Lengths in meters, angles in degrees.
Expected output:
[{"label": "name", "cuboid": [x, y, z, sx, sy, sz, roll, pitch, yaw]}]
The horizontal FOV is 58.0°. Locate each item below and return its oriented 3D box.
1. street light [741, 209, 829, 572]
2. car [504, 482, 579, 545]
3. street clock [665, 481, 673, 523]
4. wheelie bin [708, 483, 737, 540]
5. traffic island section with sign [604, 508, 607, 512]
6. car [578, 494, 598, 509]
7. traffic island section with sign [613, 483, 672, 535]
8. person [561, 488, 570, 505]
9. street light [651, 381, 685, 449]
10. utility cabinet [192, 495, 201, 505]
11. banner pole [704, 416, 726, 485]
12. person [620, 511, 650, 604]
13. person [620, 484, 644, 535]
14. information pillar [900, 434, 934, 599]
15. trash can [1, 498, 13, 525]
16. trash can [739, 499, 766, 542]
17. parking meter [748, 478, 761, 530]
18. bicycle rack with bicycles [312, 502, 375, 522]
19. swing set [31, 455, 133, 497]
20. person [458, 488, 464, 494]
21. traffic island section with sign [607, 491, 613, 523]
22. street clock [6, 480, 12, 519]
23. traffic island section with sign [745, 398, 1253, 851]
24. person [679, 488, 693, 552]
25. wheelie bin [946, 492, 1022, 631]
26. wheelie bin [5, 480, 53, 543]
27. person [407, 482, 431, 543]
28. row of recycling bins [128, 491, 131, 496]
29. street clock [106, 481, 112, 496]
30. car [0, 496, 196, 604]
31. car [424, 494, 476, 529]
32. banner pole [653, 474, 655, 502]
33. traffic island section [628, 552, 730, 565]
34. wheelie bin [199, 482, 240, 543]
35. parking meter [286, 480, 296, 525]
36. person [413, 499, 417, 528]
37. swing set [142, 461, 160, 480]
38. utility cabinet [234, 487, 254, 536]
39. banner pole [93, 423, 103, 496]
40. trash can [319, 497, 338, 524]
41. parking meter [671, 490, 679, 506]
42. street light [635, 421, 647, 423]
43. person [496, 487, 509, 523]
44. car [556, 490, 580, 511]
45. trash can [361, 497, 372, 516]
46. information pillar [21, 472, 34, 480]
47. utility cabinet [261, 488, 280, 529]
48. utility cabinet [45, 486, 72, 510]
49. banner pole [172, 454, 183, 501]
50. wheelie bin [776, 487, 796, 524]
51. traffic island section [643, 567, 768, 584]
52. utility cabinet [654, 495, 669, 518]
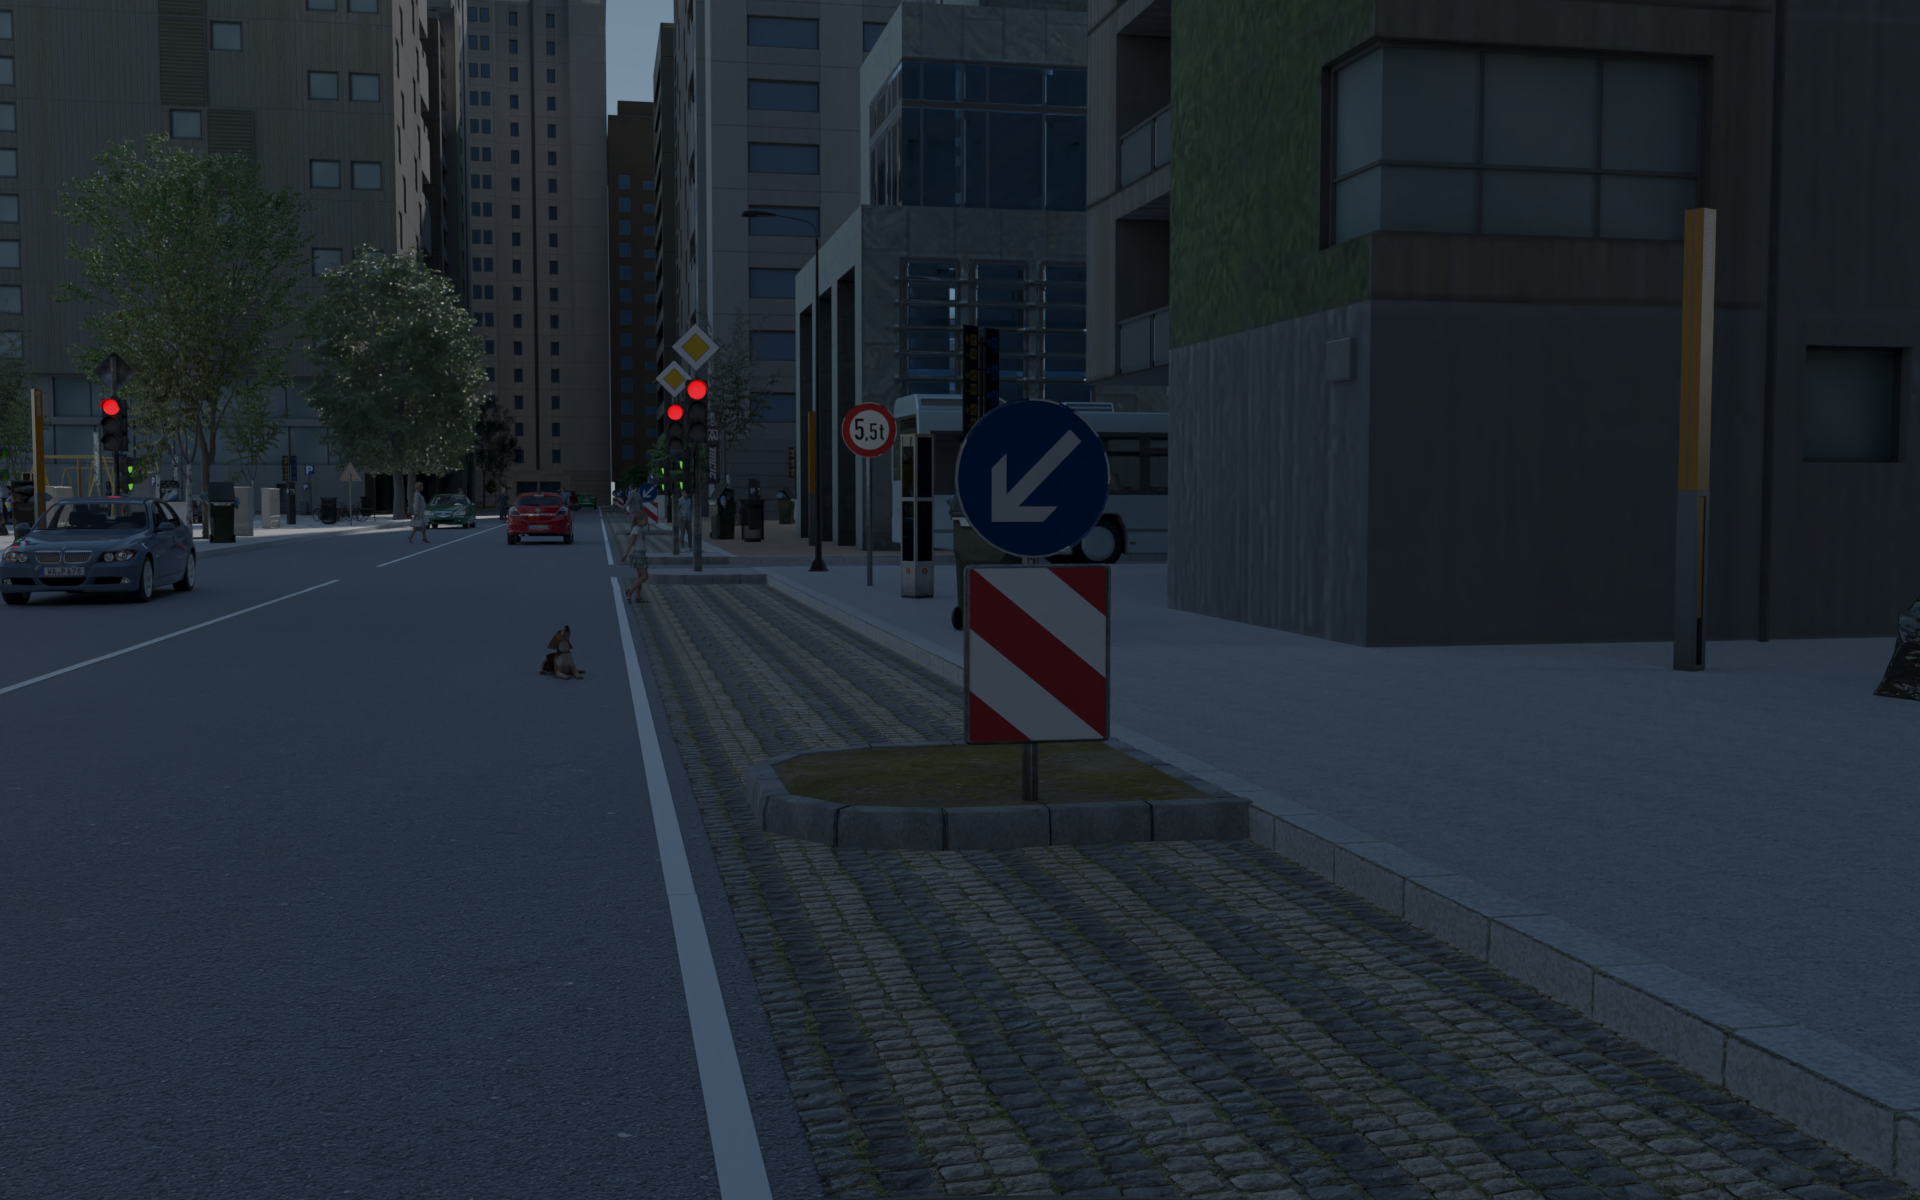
[{"label": "street light", "cuboid": [-2.883, -3.424, 28.528, 1.470, 5.913, 1.316, -1, 4, -12]}, {"label": "car", "cuboid": [-12.211, -2.536, 50.512, 2.155, 1.783, 4.494, -1, 4, -11]}, {"label": "street clock", "cuboid": [-12.956, -4.443, 77.217, 0.358, 2.002, 0.471, -2, 4, -31]}, {"label": "wheelie bin", "cuboid": [-6.721, -2.519, 49.096, 0.693, 1.594, 0.980, -2, 4, -31]}, {"label": "traffic island section with sign", "cuboid": [-26.883, -7.800, 136.150, 1.989, 1.847, 2.006, -1, 4, -12]}, {"label": "car", "cuboid": [-35.070, -9.428, 162.939, 1.959, 1.807, 4.718, -1, 4, -11]}, {"label": "traffic island section with sign", "cuboid": [-11.051, -3.187, 60.729, 1.989, 1.847, 2.006, -1, 4, -12]}, {"label": "person", "cuboid": [-23.825, -5.876, 104.599, 0.660, 1.820, 0.620, 1, 4, 17]}, {"label": "street light", "cuboid": [-11.869, -6.030, 71.139, 1.470, 5.913, 1.316, -1, 4, -12]}, {"label": "utility cabinet", "cuboid": [-43.818, -5.445, 100.192, 1.020, 1.237, 0.306, -1, 4, -16]}, {"label": "banner pole", "cuboid": [-7.813, -4.026, 55.846, 0.863, 3.779, 0.401, 0, 4, -1]}, {"label": "person", "cuboid": [-4.252, -0.561, 22.683, 0.382, 1.210, 0.505, 0, 4, -7]}, {"label": "person", "cuboid": [-11.124, -3.080, 59.132, 0.850, 1.792, 0.678, 2, 4, 29]}, {"label": "information pillar", "cuboid": [-0.525, -1.030, 21.336, 0.304, 2.012, 0.304, -3, 5, -40]}, {"label": "trash can", "cuboid": [-39.444, -3.689, 71.967, 0.748, 1.137, 0.748, 0, 3, 0]}, {"label": "trash can", "cuboid": [-5.555, -2.125, 46.396, 0.748, 1.137, 0.748, 0, 3, 0]}, {"label": "parking meter", "cuboid": [-7.363, -3.448, 62.080, 0.399, 1.863, 0.255, 1, 4, 17]}, {"label": "bicycle rack with bicycles", "cuboid": [-28.872, -4.143, 81.125, 2.925, 0.926, 2.852, -3, 5, -43]}, {"label": "swing set", "cuboid": [-37.202, -4.641, 73.505, 3.119, 2.851, 2.862, -1, 4, -16]}, {"label": "person", "cuboid": [-30.749, -5.998, 106.905, 0.599, 1.781, 0.374, -1, 4, -13]}, {"label": "traffic island section with sign", "cuboid": [-16.656, -4.818, 87.407, 1.989, 1.847, 2.006, -1, 4, -12]}, {"label": "street clock", "cuboid": [-49.455, -5.245, 90.318, 0.471, 2.002, 0.358, 2, 4, 23]}, {"label": "traffic island section with sign", "cuboid": [0.048, 0.044, 7.901, 1.989, 1.847, 2.006, -1, 4, -12]}, {"label": "person", "cuboid": [-6.799, -1.987, 42.806, 0.589, 1.601, 0.330, -3, 5, -42]}, {"label": "wheelie bin", "cuboid": [0.310, -0.514, 16.304, 0.980, 1.594, 0.693, 2, 4, 29]}, {"label": "wheelie bin", "cuboid": [-21.521, -1.966, 40.051, 0.980, 1.594, 0.693, -2, 4, -26]}, {"label": "person", "cuboid": [-15.773, -2.543, 50.432, 0.624, 1.780, 0.694, 0, 4, -1]}, {"label": "row of recycling bins", "cuboid": [-40.716, -4.847, 86.358, 1.069, 1.692, 3.534, -1, 4, -17]}, {"label": "street clock", "cuboid": [-47.972, -5.691, 97.617, 0.358, 2.002, 0.471, -2, 4, -27]}, {"label": "car", "cuboid": [-11.925, -0.745, 24.189, 2.014, 1.417, 4.499, -1, 4, -13]}, {"label": "car", "cuboid": [-21.364, -3.715, 72.539, 2.131, 1.459, 4.920, -1, 4, -10]}, {"label": "banner pole", "cuboid": [-17.486, -6.663, 98.960, 0.401, 3.779, 0.863, 0, 4, -5]}, {"label": "traffic island section", "cuboid": [-5.971, -0.873, 36.558, 2.009, 0.180, 2.903, -1, 4, -12]}, {"label": "wheelie bin", "cuboid": [-19.460, -2.300, 45.520, 0.980, 1.594, 0.693, -2, 4, -30]}, {"label": "parking meter", "cuboid": [-27.989, -4.083, 72.465, 0.255, 1.863, 0.399, -3, 5, -44]}, {"label": "person", "cuboid": [-22.660, -3.603, 72.099, 0.352, 1.250, 0.332, 3, 5, 42]}, {"label": "swing set", "cuboid": [-39.843, -5.188, 82.445, 3.119, 2.851, 2.862, -3, 5, -42]}, {"label": "utility cabinet", "cuboid": [-21.759, -2.633, 51.735, 1.173, 1.500, 0.318, 0, 4, 4]}, {"label": "banner pole", "cuboid": [-30.308, -4.338, 60.951, 0.863, 3.779, 0.401, 3, 5, 44]}, {"label": "trash can", "cuboid": [-26.700, -3.770, 73.289, 0.748, 1.137, 0.748, 0, 3, 0]}, {"label": "parking meter", "cuboid": [-13.686, -4.570, 83.137, 0.372, 1.533, 0.369, 0, 3, 0]}, {"label": "street light", "cuboid": [-19.925, -8.405, 109.964, 1.470, 5.913, 1.316, -1, 4, -12]}, {"label": "person", "cuboid": [-22.729, -4.721, 86.116, 0.576, 1.772, 0.534, -3, 4, -38]}, {"label": "car", "cuboid": [-33.650, -8.518, 147.935, 2.281, 1.827, 5.304, -1, 4, -11]}, {"label": "trash can", "cuboid": [-34.313, -5.413, 100.154, 0.748, 1.137, 0.748, 0, 3, 0]}, {"label": "information pillar", "cuboid": [-31.097, -3.262, 57.825, 0.304, 2.012, 0.304, -1, 4, -14]}, {"label": "utility cabinet", "cuboid": [-25.426, -3.379, 63.927, 0.318, 1.500, 1.173, 0, 4, -4]}, {"label": "utility cabinet", "cuboid": [-25.249, -2.438, 48.534, 0.318, 1.500, 1.173, 0, 4, -4]}, {"label": "banner pole", "cuboid": [-43.644, -6.526, 96.711, 0.863, 3.779, 0.401, 1, 4, 13]}, {"label": "wheelie bin", "cuboid": [-7.409, -4.019, 73.620, 0.693, 1.594, 0.980, 1, 4, 13]}, {"label": "traffic island section", "cuboid": [-4.330, -0.395, 28.743, 2.009, 0.180, 2.903, -1, 4, -12]}, {"label": "utility cabinet", "cuboid": [-16.012, -4.998, 92.886, 1.020, 1.237, 0.306, 3, 5, 45]}]
